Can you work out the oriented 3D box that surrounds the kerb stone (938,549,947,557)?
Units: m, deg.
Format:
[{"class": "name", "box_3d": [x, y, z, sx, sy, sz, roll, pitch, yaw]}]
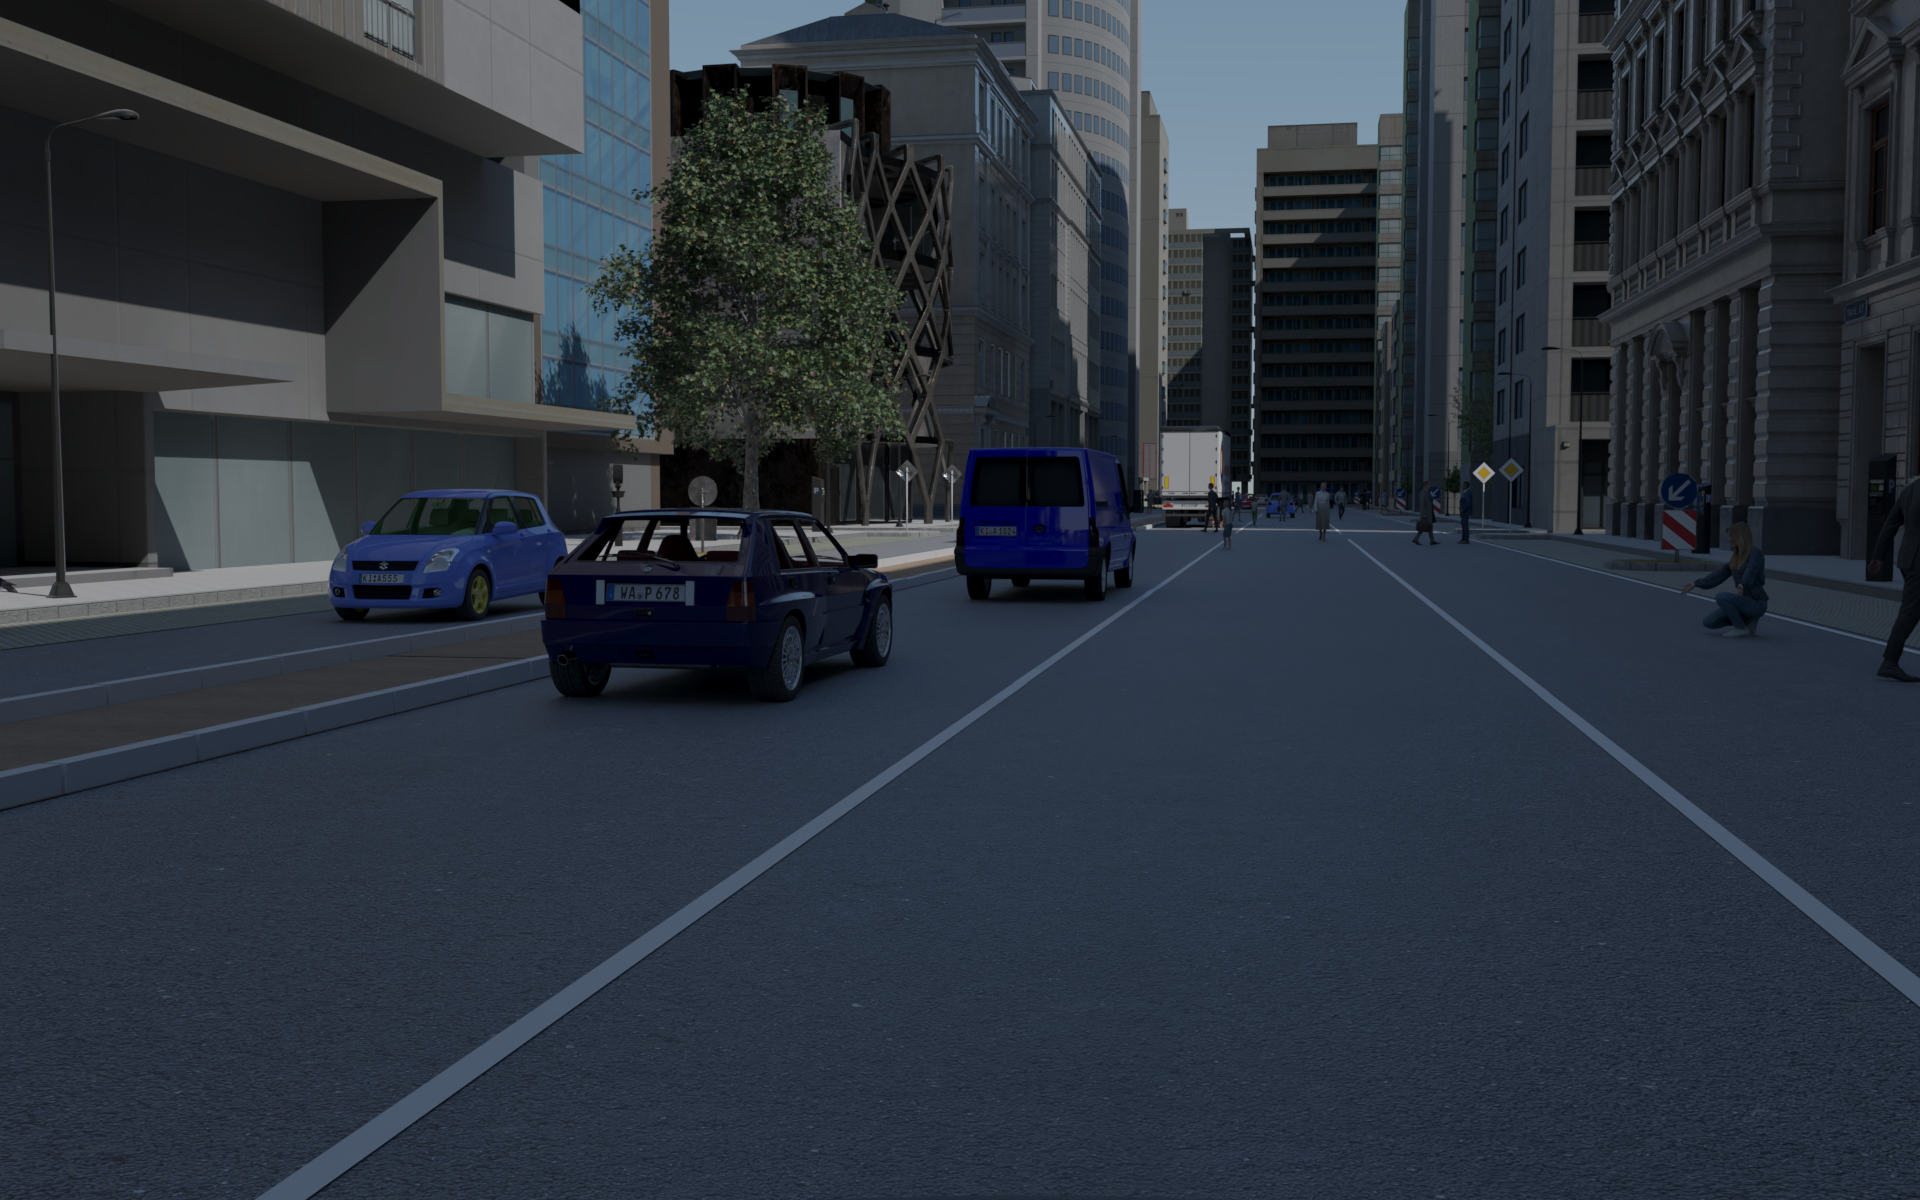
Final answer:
[{"class": "kerb stone", "box_3d": [-0.500, -1.051, 39.380, 0.120, 0.150, 1.000, 1, 4, 11]}]

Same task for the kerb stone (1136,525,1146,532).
[{"class": "kerb stone", "box_3d": [7.050, -2.781, 67.687, 0.120, 0.150, 1.000, 1, 4, 11]}]

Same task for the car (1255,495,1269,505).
[{"class": "car", "box_3d": [36.792, -12.164, 211.234, 2.083, 1.381, 4.827, 1, 4, 12]}]

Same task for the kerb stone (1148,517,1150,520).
[{"class": "kerb stone", "box_3d": [10.191, -4.468, 95.246, 0.120, 0.150, 1.000, 1, 4, 11]}]

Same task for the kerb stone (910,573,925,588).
[{"class": "kerb stone", "box_3d": [-0.745, -0.279, 26.908, 0.120, 0.150, 1.000, 1, 4, 11]}]

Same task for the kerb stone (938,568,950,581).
[{"class": "kerb stone", "box_3d": [-0.365, -0.407, 28.917, 0.120, 0.150, 1.000, 1, 4, 11]}]

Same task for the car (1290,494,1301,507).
[{"class": "car", "box_3d": [37.330, -11.251, 193.740, 2.009, 1.686, 4.222, 1, 4, 12]}]

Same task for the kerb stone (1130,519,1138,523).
[{"class": "kerb stone", "box_3d": [8.847, -4.038, 88.210, 0.120, 0.150, 1.000, 1, 4, 11]}]

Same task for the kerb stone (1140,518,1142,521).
[{"class": "kerb stone", "box_3d": [9.227, -4.161, 90.223, 0.120, 0.150, 1.000, 1, 4, 11]}]

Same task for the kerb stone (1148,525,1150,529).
[{"class": "kerb stone", "box_3d": [7.434, -2.905, 69.700, 0.120, 0.150, 1.000, 1, 4, 11]}]

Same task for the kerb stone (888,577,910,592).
[{"class": "kerb stone", "box_3d": [-0.946, -0.227, 25.906, 0.120, 0.150, 1.000, 1, 4, 11]}]

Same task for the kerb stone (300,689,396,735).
[{"class": "kerb stone", "box_3d": [-3.834, 0.698, 10.776, 0.120, 0.150, 1.000, 1, 4, 11]}]

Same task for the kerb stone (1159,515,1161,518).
[{"class": "kerb stone", "box_3d": [11.735, -4.961, 103.304, 0.120, 0.150, 1.000, 1, 4, 11]}]

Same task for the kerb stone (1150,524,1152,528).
[{"class": "kerb stone", "box_3d": [7.632, -2.967, 70.703, 0.120, 0.150, 1.000, 1, 4, 11]}]

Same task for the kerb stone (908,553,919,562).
[{"class": "kerb stone", "box_3d": [-1.079, -0.865, 36.344, 0.120, 0.150, 1.000, 1, 4, 11]}]

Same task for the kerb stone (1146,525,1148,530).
[{"class": "kerb stone", "box_3d": [7.244, -2.844, 68.695, 0.120, 0.150, 1.000, 1, 4, 11]}]

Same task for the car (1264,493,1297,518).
[{"class": "car", "box_3d": [19.436, -5.837, 105.034, 1.945, 1.707, 3.694, 1, 4, 9]}]

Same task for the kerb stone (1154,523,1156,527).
[{"class": "kerb stone", "box_3d": [8.013, -3.090, 72.719, 0.120, 0.150, 1.000, 1, 4, 11]}]

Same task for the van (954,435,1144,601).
[{"class": "van", "box_3d": [1.378, -1.264, 25.052, 2.240, 2.365, 5.245, 1, 4, 12]}]

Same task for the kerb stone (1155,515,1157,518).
[{"class": "kerb stone", "box_3d": [11.149, -4.776, 100.279, 0.120, 0.150, 1.000, 1, 4, 11]}]

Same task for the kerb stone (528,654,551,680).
[{"class": "kerb stone", "box_3d": [-3.253, 0.513, 13.812, 0.120, 0.150, 1.000, 1, 4, 11]}]

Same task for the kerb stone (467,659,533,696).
[{"class": "kerb stone", "box_3d": [-3.449, 0.575, 12.791, 0.120, 0.150, 1.000, 1, 4, 11]}]

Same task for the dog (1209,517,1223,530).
[{"class": "dog", "box_3d": [10.377, -3.096, 69.901, 0.540, 0.507, 0.406, -1, 4, -20]}]

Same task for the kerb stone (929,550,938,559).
[{"class": "kerb stone", "box_3d": [-0.702, -0.989, 38.366, 0.120, 0.150, 1.000, 1, 4, 11]}]

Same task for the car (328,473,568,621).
[{"class": "car", "box_3d": [-6.065, -0.684, 20.768, 1.945, 1.707, 3.694, 1, 4, 9]}]

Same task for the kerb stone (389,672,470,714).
[{"class": "kerb stone", "box_3d": [-3.640, 0.637, 11.780, 0.120, 0.150, 1.000, 1, 4, 11]}]

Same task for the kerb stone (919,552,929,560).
[{"class": "kerb stone", "box_3d": [-0.888, -0.927, 37.348, 0.120, 0.150, 1.000, 1, 4, 11]}]

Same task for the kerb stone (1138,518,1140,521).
[{"class": "kerb stone", "box_3d": [9.030, -4.099, 89.219, 0.120, 0.150, 1.000, 1, 4, 11]}]

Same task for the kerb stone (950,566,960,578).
[{"class": "kerb stone", "box_3d": [-0.174, -0.473, 29.924, 0.120, 0.150, 1.000, 1, 4, 11]}]

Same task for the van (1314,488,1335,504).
[{"class": "van", "box_3d": [39.714, -11.269, 188.633, 2.240, 2.365, 5.245, 1, 4, 11]}]

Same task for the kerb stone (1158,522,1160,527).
[{"class": "kerb stone", "box_3d": [8.407, -3.214, 74.747, 0.120, 0.150, 1.000, 1, 4, 11]}]

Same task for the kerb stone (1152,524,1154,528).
[{"class": "kerb stone", "box_3d": [7.822, -3.029, 71.713, 0.120, 0.150, 1.000, 1, 4, 11]}]

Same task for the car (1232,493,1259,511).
[{"class": "car", "box_3d": [22.443, -7.774, 136.140, 2.155, 1.783, 4.494, 1, 4, 9]}]

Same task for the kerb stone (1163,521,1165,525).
[{"class": "kerb stone", "box_3d": [8.984, -3.400, 77.778, 0.120, 0.150, 1.000, 1, 4, 11]}]

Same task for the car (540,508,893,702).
[{"class": "car", "box_3d": [-1.708, -0.051, 13.413, 1.945, 1.354, 3.894, 1, 4, 12]}]

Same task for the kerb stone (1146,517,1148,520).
[{"class": "kerb stone", "box_3d": [9.993, -4.406, 94.240, 0.120, 0.150, 1.000, 1, 4, 11]}]

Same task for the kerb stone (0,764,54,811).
[{"class": "kerb stone", "box_3d": [-4.420, 0.884, 7.743, 0.120, 0.150, 1.000, 1, 4, 11]}]

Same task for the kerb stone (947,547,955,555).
[{"class": "kerb stone", "box_3d": [-0.307, -1.112, 40.384, 0.120, 0.150, 1.000, 1, 4, 11]}]

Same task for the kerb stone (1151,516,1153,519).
[{"class": "kerb stone", "box_3d": [10.579, -4.590, 97.254, 0.120, 0.150, 1.000, 1, 4, 11]}]

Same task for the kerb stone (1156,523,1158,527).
[{"class": "kerb stone", "box_3d": [8.211, -3.152, 73.733, 0.120, 0.150, 1.000, 1, 4, 11]}]

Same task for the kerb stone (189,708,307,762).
[{"class": "kerb stone", "box_3d": [-4.029, 0.761, 9.759, 0.120, 0.150, 1.000, 1, 4, 11]}]

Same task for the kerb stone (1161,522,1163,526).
[{"class": "kerb stone", "box_3d": [8.794, -3.337, 76.764, 0.120, 0.150, 1.000, 1, 4, 11]}]

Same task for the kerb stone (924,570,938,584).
[{"class": "kerb stone", "box_3d": [-0.555, -0.349, 27.912, 0.120, 0.150, 1.000, 1, 4, 11]}]

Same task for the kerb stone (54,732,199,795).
[{"class": "kerb stone", "box_3d": [-4.221, 0.823, 8.749, 0.120, 0.150, 1.000, 1, 4, 11]}]

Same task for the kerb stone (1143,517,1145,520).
[{"class": "kerb stone", "box_3d": [9.615, -4.281, 92.231, 0.120, 0.150, 1.000, 1, 4, 11]}]
